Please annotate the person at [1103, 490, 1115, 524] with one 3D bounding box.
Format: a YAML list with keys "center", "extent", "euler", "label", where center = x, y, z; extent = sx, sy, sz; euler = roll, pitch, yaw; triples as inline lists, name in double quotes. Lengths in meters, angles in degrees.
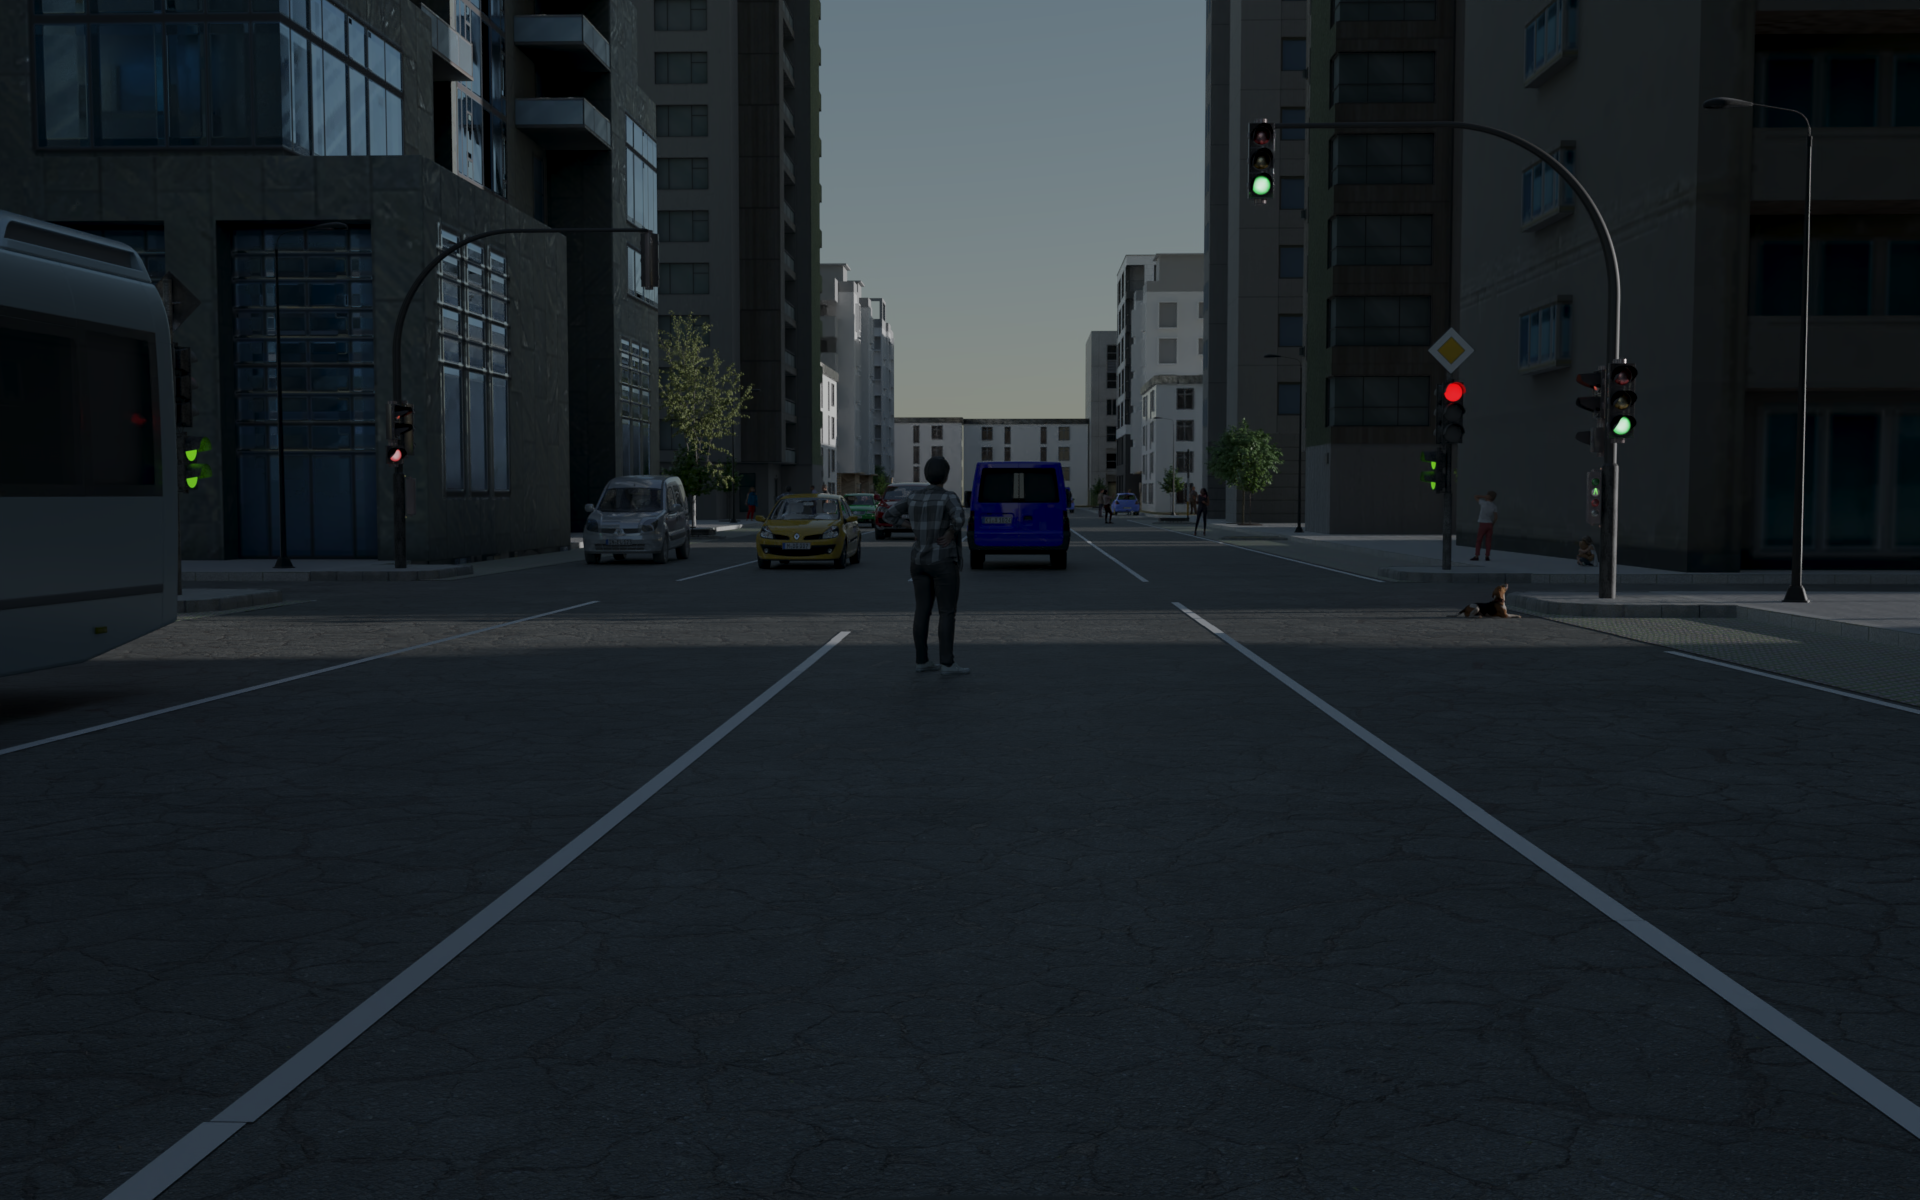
- center: [7.240, -4.535, 84.112]
  extent: [0.566, 1.644, 0.517]
  euler: [1, 4, 21]
  label: "person"

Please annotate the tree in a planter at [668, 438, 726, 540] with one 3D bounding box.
- center: [-8.504, -3.529, 54.924]
  extent: [1.991, 3.239, 1.994]
  euler: [0, 4, 2]
  label: "tree in a planter"

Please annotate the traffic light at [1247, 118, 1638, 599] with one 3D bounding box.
- center: [5.859, -2.846, 21.193]
  extent: [4.771, 5.953, 1.251]
  euler: [0, 4, 2]
  label: "traffic light"

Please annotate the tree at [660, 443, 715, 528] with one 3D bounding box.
- center: [-10.624, -4.333, 65.449]
  extent: [1.663, 3.219, 1.824]
  euler: [0, 3, 0]
  label: "tree"

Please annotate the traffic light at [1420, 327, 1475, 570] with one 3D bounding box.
- center: [8.231, -2.466, 29.242]
  extent: [0.839, 4.253, 0.868]
  euler: [0, 4, 2]
  label: "traffic light"

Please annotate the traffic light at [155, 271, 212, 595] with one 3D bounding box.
- center: [-9.939, -2.015, 21.867]
  extent: [0.839, 4.253, 0.868]
  euler: [0, 4, 2]
  label: "traffic light"

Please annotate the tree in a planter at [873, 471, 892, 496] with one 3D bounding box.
- center: [-5.831, -8.224, 131.691]
  extent: [1.991, 3.239, 1.994]
  euler: [0, 4, 2]
  label: "tree in a planter"

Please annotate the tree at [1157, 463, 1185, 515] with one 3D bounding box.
- center: [12.864, -6.846, 106.526]
  extent: [1.663, 3.219, 1.824]
  euler: [0, 3, 0]
  label: "tree"

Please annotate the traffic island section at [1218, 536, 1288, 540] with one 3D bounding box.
- center: [9.143, -1.923, 54.311]
  extent: [1.991, 0.108, 1.994]
  euler: [0, 4, 2]
  label: "traffic island section"

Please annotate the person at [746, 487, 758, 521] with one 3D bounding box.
- center: [-9.903, -4.561, 82.319]
  extent: [0.593, 1.614, 0.444]
  euler: [-1, 4, -11]
  label: "person"

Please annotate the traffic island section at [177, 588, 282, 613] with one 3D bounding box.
- center: [-9.978, 0.017, 22.003]
  extent: [2.009, 0.180, 2.903]
  euler: [0, 4, 2]
  label: "traffic island section"

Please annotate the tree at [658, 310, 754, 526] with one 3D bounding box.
- center: [-10.607, -7.282, 69.422]
  extent: [4.737, 8.622, 4.395]
  euler: [0, 3, 0]
  label: "tree"

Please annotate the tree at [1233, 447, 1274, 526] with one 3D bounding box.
- center: [11.992, -4.659, 70.773]
  extent: [1.663, 3.219, 1.824]
  euler: [0, 3, 0]
  label: "tree"

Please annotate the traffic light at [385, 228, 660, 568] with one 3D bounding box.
- center: [-7.567, -3.373, 29.809]
  extent: [4.771, 5.953, 1.251]
  euler: [0, 4, 2]
  label: "traffic light"

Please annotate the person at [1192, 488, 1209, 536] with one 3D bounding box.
- center: [8.241, -3.013, 59.234]
  extent: [0.593, 1.643, 0.415]
  euler: [-2, 4, -24]
  label: "person"

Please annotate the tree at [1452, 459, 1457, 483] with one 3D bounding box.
- center: [15.504, -3.450, 51.012]
  extent: [1.663, 3.219, 1.824]
  euler: [0, 3, 0]
  label: "tree"

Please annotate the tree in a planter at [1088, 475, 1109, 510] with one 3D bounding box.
- center: [12.784, -9.887, 158.867]
  extent: [1.991, 3.239, 1.994]
  euler: [0, 4, 2]
  label: "tree in a planter"

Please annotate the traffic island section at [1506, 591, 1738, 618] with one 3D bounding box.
- center: [7.992, 0.055, 21.374]
  extent: [2.009, 0.180, 2.903]
  euler: [0, 4, 2]
  label: "traffic island section"

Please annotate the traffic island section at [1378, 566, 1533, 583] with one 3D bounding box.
- center: [8.270, -0.433, 29.354]
  extent: [2.009, 0.180, 2.903]
  euler: [0, 4, 2]
  label: "traffic island section"

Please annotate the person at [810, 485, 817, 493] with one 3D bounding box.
- center: [-6.911, -4.404, 80.372]
  extent: [0.599, 1.838, 0.709]
  euler: [1, 4, 8]
  label: "person"

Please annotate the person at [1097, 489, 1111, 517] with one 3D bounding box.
- center: [8.837, -5.946, 106.255]
  extent: [0.750, 1.759, 0.617]
  euler: [-1, 4, -8]
  label: "person"

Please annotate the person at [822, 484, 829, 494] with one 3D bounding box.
- center: [-5.231, -3.570, 67.004]
  extent: [0.434, 1.807, 0.598]
  euler: [0, 4, 6]
  label: "person"

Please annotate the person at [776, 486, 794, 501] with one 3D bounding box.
- center: [-6.146, -3.231, 62.048]
  extent: [0.841, 1.734, 0.376]
  euler: [1, 4, 14]
  label: "person"

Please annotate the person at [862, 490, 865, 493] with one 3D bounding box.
- center: [-6.326, -6.359, 113.413]
  extent: [0.436, 1.711, 0.756]
  euler: [-1, 4, -21]
  label: "person"

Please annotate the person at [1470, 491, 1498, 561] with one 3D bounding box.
- center: [10.073, -1.428, 33.303]
  extent: [0.435, 1.345, 0.340]
  euler: [0, 4, -7]
  label: "person"

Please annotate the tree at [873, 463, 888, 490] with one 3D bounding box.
- center: [-8.301, -10.768, 159.777]
  extent: [4.285, 4.588, 4.351]
  euler: [0, 3, 0]
  label: "tree"

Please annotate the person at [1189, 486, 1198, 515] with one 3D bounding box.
- center: [14.549, -6.208, 108.089]
  extent: [0.434, 1.755, 0.990]
  euler: [-2, 4, -35]
  label: "person"

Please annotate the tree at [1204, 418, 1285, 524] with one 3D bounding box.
- center: [12.177, -5.534, 74.197]
  extent: [4.285, 4.588, 4.351]
  euler: [0, 3, 0]
  label: "tree"

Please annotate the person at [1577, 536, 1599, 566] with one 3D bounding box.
- center: [11.150, -0.872, 30.779]
  extent: [0.357, 0.543, 0.381]
  euler: [0, 4, 7]
  label: "person"

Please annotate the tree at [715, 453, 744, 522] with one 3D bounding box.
- center: [-10.772, -5.281, 80.952]
  extent: [1.663, 3.219, 1.824]
  euler: [0, 3, 0]
  label: "tree"

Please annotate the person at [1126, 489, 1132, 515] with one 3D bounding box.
- center: [11.556, -6.707, 118.679]
  extent: [1.217, 1.766, 0.721]
  euler: [-3, 4, -37]
  label: "person"

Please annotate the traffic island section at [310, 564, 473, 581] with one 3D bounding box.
- center: [-9.700, -0.471, 29.983]
  extent: [2.009, 0.180, 2.903]
  euler: [0, 4, 2]
  label: "traffic island section"
